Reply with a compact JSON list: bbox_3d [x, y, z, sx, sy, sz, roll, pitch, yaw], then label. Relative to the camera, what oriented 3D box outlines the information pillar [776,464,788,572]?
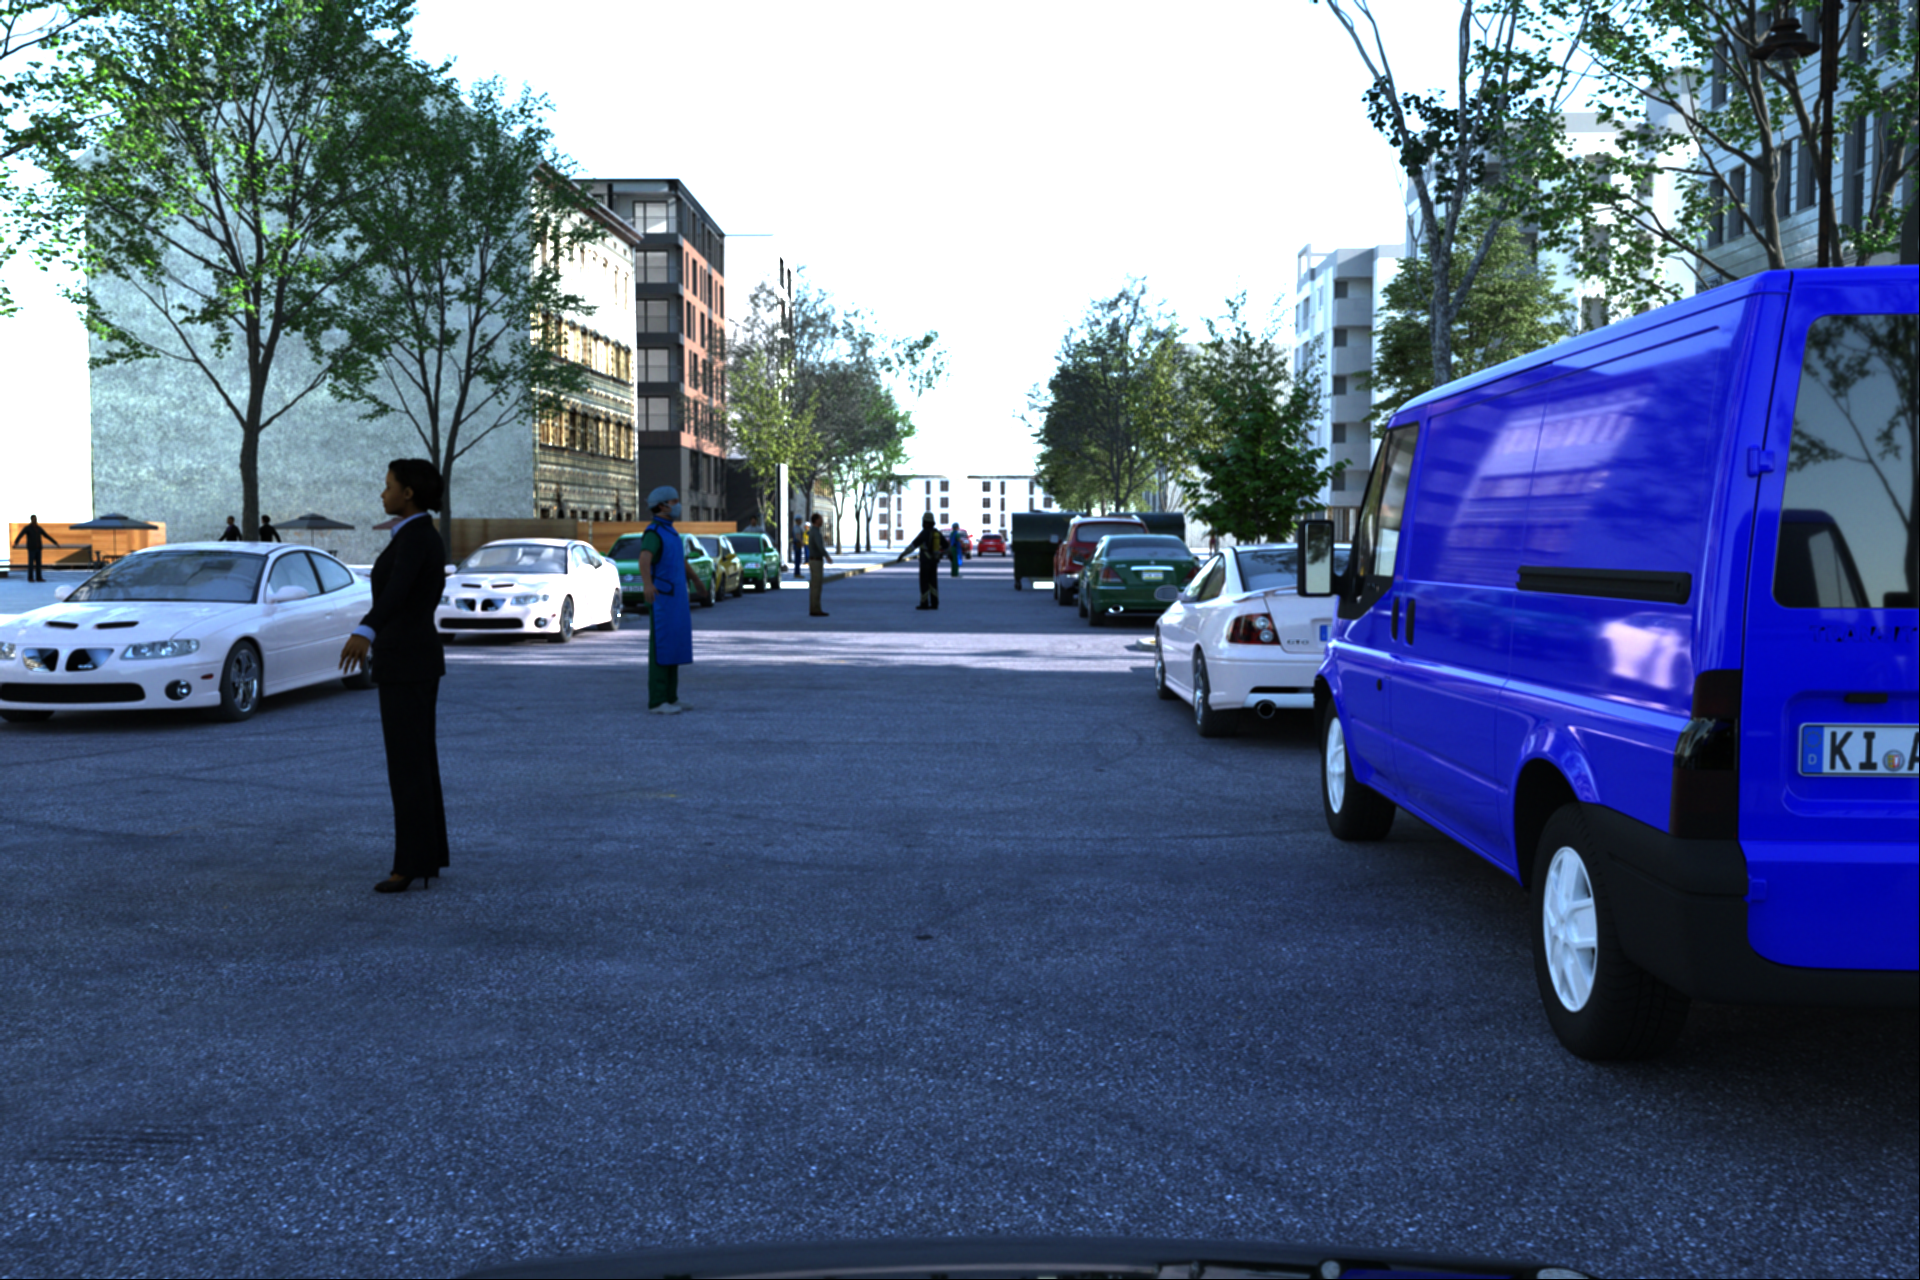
[{"bbox_3d":[-6.012,-4.108,58.488,0.184,3.620,1.656,0,4,2],"label":"information pillar"}]

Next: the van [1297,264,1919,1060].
[{"bbox_3d":[2.635,-0.120,6.351,2.240,2.365,5.245,0,4,1],"label":"van"}]

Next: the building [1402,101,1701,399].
[{"bbox_3d":[26.413,-13.810,82.211,16.016,20.090,11.380,0,4,1],"label":"building"}]

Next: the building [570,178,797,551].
[{"bbox_3d":[-26.510,-16.648,116.164,27.936,21.610,32.646,0,4,0],"label":"building"}]

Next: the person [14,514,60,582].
[{"bbox_3d":[-24.777,-2.467,46.405,0.705,1.821,1.348,2,4,25],"label":"person"}]

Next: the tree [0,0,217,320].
[{"bbox_3d":[-11.796,-5.682,18.650,9.928,11.665,9.643,0,3,0],"label":"tree"}]

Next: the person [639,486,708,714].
[{"bbox_3d":[-2.341,-0.328,13.941,0.704,1.817,1.347,1,4,9],"label":"person"}]

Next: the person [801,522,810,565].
[{"bbox_3d":[-6.413,-3.980,71.538,0.721,1.772,1.216,-1,4,-22],"label":"person"}]

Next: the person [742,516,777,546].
[{"bbox_3d":[-5.988,-2.700,50.329,1.347,1.806,0.705,0,4,-5],"label":"person"}]

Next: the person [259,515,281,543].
[{"bbox_3d":[-19.293,-2.564,48.103,0.705,1.806,1.347,1,4,21],"label":"person"}]

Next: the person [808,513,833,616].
[{"bbox_3d":[-2.487,-1.321,30.334,0.705,1.796,1.348,-1,4,-17],"label":"person"}]

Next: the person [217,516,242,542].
[{"bbox_3d":[-21.199,-2.699,50.352,1.346,1.802,0.704,3,4,36],"label":"person"}]

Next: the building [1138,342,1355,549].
[{"bbox_3d":[26.910,-18.460,168.277,16.747,18.905,31.486,0,4,1],"label":"building"}]

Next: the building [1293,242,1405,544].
[{"bbox_3d":[27.116,-15.716,113.382,16.016,20.090,11.380,0,4,1],"label":"building"}]

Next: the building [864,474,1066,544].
[{"bbox_3d":[1.076,-18.182,241.871,28.070,9.664,9.099,0,4,7],"label":"building"}]

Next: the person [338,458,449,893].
[{"bbox_3d":[-2.310,0.131,7.043,0.721,1.740,1.216,0,4,-6],"label":"person"}]

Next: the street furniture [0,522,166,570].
[{"bbox_3d":[-31.252,-3.575,65.300,9.812,1.723,11.010,-1,4,-18],"label":"street furniture"}]

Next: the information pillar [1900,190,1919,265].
[{"bbox_3d":[5.939,-1.183,10.703,0.183,3.616,0.504,0,4,1],"label":"information pillar"}]

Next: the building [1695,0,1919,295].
[{"bbox_3d":[26.349,-15.765,35.244,11.434,29.767,29.804,0,4,2],"label":"building"}]

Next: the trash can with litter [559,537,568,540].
[{"bbox_3d":[-8.933,-1.758,39.798,1.678,1.210,2.233,0,4,2],"label":"trash can with litter"}]

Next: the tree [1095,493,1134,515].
[{"bbox_3d":[22.732,-20.128,239.454,12.009,13.543,11.850,0,3,0],"label":"tree"}]

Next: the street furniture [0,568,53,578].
[{"bbox_3d":[-32.750,-2.554,48.618,9.812,1.723,11.010,1,4,16],"label":"street furniture"}]

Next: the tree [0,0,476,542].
[{"bbox_3d":[-11.584,-6.270,28.271,9.928,11.665,9.643,0,3,0],"label":"tree"}]

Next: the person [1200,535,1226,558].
[{"bbox_3d":[12.172,-4.683,83.366,1.217,1.733,0.721,0,4,4],"label":"person"}]

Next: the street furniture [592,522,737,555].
[{"bbox_3d":[-12.163,-3.413,62.663,9.812,1.723,11.010,-1,4,-9],"label":"street furniture"}]

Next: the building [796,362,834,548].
[{"bbox_3d":[-22.927,-20.981,173.964,19.493,23.208,18.063,0,4,2],"label":"building"}]

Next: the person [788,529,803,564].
[{"bbox_3d":[-7.036,-4.212,75.000,0.704,1.812,1.346,1,4,21],"label":"person"}]

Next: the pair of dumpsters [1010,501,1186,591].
[{"bbox_3d":[3.503,-2.405,44.269,4.436,2.255,1.574,0,4,1],"label":"pair of dumpsters"}]

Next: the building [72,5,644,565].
[{"bbox_3d":[-26.133,-15.198,79.421,19.493,23.208,18.063,0,4,2],"label":"building"}]

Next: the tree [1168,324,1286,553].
[{"bbox_3d":[9.433,-6.806,61.645,4.737,8.622,4.395,0,3,0],"label":"tree"}]

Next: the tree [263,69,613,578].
[{"bbox_3d":[-11.777,-6.944,39.283,9.928,11.665,9.643,0,3,0],"label":"tree"}]

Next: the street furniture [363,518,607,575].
[{"bbox_3d":[-12.410,-2.664,50.414,11.010,1.723,9.812,-1,4,-8],"label":"street furniture"}]

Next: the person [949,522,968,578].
[{"bbox_3d":[-0.113,-2.965,57.069,0.704,1.817,1.347,-2,4,-23],"label":"person"}]

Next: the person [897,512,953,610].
[{"bbox_3d":[-0.612,-1.508,32.891,1.354,1.856,0.705,-3,5,-42],"label":"person"}]

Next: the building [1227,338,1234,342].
[{"bbox_3d":[30.704,-22.778,203.350,19.493,23.208,18.063,0,4,1],"label":"building"}]

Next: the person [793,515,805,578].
[{"bbox_3d":[-4.681,-2.721,50.350,0.705,1.847,1.347,-1,4,-11],"label":"person"}]
